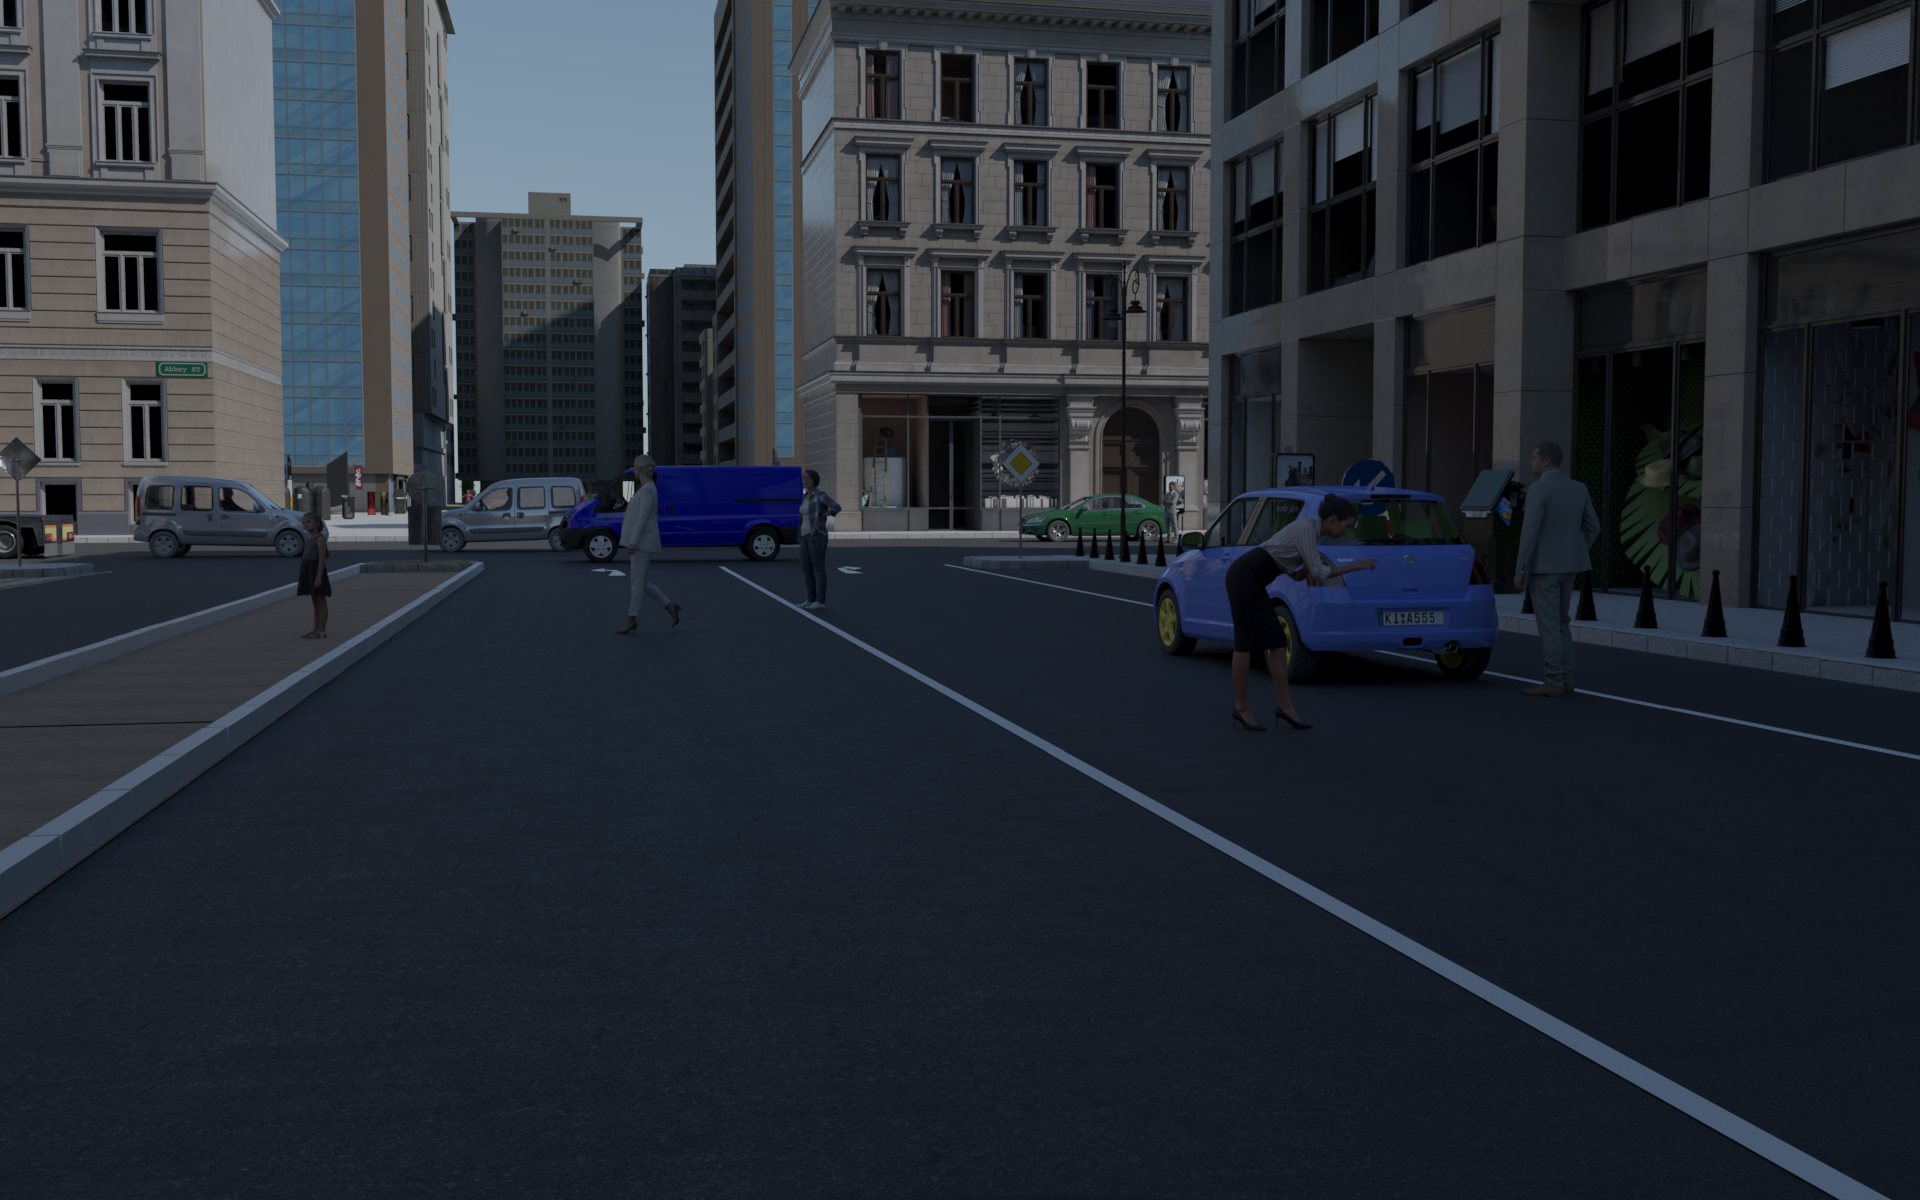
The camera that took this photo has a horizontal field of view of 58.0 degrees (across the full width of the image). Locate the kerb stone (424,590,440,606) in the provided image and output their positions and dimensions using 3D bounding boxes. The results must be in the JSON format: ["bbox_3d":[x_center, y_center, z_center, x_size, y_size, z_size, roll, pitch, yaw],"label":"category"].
[{"bbox_3d":[-6.773,0.007,22.075,0.120,0.150,1.000,-1,4,-12],"label":"kerb stone"}]

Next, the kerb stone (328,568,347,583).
[{"bbox_3d":[-10.336,-0.397,28.723,0.120,0.150,1.000,-1,4,-12],"label":"kerb stone"}]

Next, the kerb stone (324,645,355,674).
[{"bbox_3d":[-5.060,0.503,14.040,0.120,0.150,1.000,-1,4,-12],"label":"kerb stone"}]

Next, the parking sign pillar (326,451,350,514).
[{"bbox_3d":[-39.294,-7.399,109.442,1.447,3.967,1.447,0,4,-2],"label":"parking sign pillar"}]

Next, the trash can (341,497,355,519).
[{"bbox_3d":[-31.045,-4.664,87.902,0.748,1.137,0.748,0,3,0],"label":"trash can"}]

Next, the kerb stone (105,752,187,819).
[{"bbox_3d":[-3.771,0.867,8.022,0.120,0.150,1.000,-1,4,-12],"label":"kerb stone"}]

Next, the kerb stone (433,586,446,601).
[{"bbox_3d":[-6.986,-0.046,23.077,0.120,0.150,1.000,-1,4,-12],"label":"kerb stone"}]

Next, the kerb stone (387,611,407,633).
[{"bbox_3d":[-5.910,0.254,18.061,0.120,0.150,1.000,-1,4,-12],"label":"kerb stone"}]

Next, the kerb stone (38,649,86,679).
[{"bbox_3d":[-7.125,0.526,13.669,0.120,0.150,1.000,-1,4,-12],"label":"kerb stone"}]

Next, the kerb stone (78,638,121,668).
[{"bbox_3d":[-7.327,0.462,14.673,0.120,0.150,1.000,-1,4,-12],"label":"kerb stone"}]

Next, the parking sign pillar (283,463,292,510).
[{"bbox_3d":[-43.669,-7.523,111.469,1.447,3.967,1.447,1,4,23],"label":"parking sign pillar"}]

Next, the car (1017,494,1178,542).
[{"bbox_3d":[4.175,-2.500,52.669,4.920,1.459,2.131,-1,4,-11],"label":"car"}]

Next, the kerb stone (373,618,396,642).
[{"bbox_3d":[-5.698,0.314,17.057,0.120,0.150,1.000,-1,4,-12],"label":"kerb stone"}]

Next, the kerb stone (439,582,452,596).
[{"bbox_3d":[-7.202,-0.115,24.079,0.120,0.150,1.000,-1,4,-12],"label":"kerb stone"}]

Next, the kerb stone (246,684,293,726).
[{"bbox_3d":[-4.411,0.683,11.031,0.120,0.150,1.000,-1,4,-12],"label":"kerb stone"}]

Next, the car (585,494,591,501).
[{"bbox_3d":[-35.917,-9.517,165.828,2.015,1.641,3.980,-1,4,-11],"label":"car"}]

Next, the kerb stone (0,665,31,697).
[{"bbox_3d":[-6.899,0.587,12.669,0.120,0.150,1.000,-1,4,-12],"label":"kerb stone"}]

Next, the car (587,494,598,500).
[{"bbox_3d":[-31.186,-8.609,149.553,1.959,1.807,4.718,-1,4,-13],"label":"car"}]

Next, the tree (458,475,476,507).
[{"bbox_3d":[-49.358,-10.975,174.044,1.663,3.219,1.824,0,3,0],"label":"tree"}]

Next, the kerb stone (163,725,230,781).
[{"bbox_3d":[-3.987,0.806,9.023,0.120,0.150,1.000,-1,4,-12],"label":"kerb stone"}]

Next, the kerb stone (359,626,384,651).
[{"bbox_3d":[-5.479,0.380,16.046,0.120,0.150,1.000,-1,4,-12],"label":"kerb stone"}]

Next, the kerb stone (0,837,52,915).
[{"bbox_3d":[-3.335,0.990,6.006,0.120,0.150,1.000,-1,4,-12],"label":"kerb stone"}]

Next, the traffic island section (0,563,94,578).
[{"bbox_3d":[-16.666,-0.513,30.664,2.009,0.180,2.903,-1,4,-12],"label":"traffic island section"}]

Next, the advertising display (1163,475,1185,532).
[{"bbox_3d":[7.293,-3.290,59.006,0.974,1.923,0.123,-3,5,-41],"label":"advertising display"}]

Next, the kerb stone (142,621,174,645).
[{"bbox_3d":[-7.774,0.338,16.673,0.120,0.150,1.000,-1,4,-12],"label":"kerb stone"}]

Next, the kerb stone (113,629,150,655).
[{"bbox_3d":[-7.549,0.399,15.673,0.120,0.150,1.000,-1,4,-12],"label":"kerb stone"}]

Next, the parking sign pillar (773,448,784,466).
[{"bbox_3d":[-10.778,-7.004,102.983,1.447,3.967,1.447,0,4,8],"label":"parking sign pillar"}]

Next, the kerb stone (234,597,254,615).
[{"bbox_3d":[-8.620,0.096,20.691,0.120,0.150,1.000,-1,4,-12],"label":"kerb stone"}]

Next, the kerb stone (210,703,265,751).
[{"bbox_3d":[-4.195,0.744,10.027,0.120,0.150,1.000,-1,4,-12],"label":"kerb stone"}]

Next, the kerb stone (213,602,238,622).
[{"bbox_3d":[-8.403,0.153,19.689,0.120,0.150,1.000,-1,4,-12],"label":"kerb stone"}]

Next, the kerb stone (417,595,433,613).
[{"bbox_3d":[-6.550,0.069,21.074,0.120,0.150,1.000,-1,4,-12],"label":"kerb stone"}]

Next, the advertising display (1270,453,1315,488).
[{"bbox_3d":[5.228,-1.348,27.258,0.974,1.923,0.123,-3,5,-40],"label":"advertising display"}]

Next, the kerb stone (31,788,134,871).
[{"bbox_3d":[-3.549,0.929,7.011,0.120,0.150,1.000,-1,4,-12],"label":"kerb stone"}]

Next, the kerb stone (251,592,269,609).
[{"bbox_3d":[-8.837,0.038,21.692,0.120,0.150,1.000,-1,4,-12],"label":"kerb stone"}]

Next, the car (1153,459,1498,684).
[{"bbox_3d":[2.906,-0.302,14.526,1.945,1.707,3.694,-1,4,-14],"label":"car"}]

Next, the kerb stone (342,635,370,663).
[{"bbox_3d":[-5.270,0.440,15.043,0.120,0.150,1.000,-1,4,-12],"label":"kerb stone"}]

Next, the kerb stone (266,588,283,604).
[{"bbox_3d":[-9.059,-0.027,22.693,0.120,0.150,1.000,-1,4,-12],"label":"kerb stone"}]

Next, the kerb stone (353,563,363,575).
[{"bbox_3d":[-10.772,-0.522,30.730,0.120,0.150,1.000,-1,4,-12],"label":"kerb stone"}]

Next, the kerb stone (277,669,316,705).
[{"bbox_3d":[-4.631,0.623,12.032,0.120,0.150,1.000,-1,4,-12],"label":"kerb stone"}]

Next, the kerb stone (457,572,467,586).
[{"bbox_3d":[-7.848,-0.299,27.092,0.120,0.150,1.000,-1,4,-12],"label":"kerb stone"}]

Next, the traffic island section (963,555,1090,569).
[{"bbox_3d":[1.223,-0.746,34.473,2.009,0.180,2.903,-1,4,-12],"label":"traffic island section"}]

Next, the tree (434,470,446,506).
[{"bbox_3d":[-41.669,-8.753,137.706,1.663,3.219,1.824,0,3,0],"label":"tree"}]

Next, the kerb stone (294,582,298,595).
[{"bbox_3d":[-9.486,-0.153,24.697,0.120,0.150,1.000,-1,4,-12],"label":"kerb stone"}]

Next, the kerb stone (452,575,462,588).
[{"bbox_3d":[-7.633,-0.233,26.090,0.120,0.150,1.000,-1,4,-12],"label":"kerb stone"}]

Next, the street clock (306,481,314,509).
[{"bbox_3d":[-36.819,-5.721,98.102,0.358,2.002,0.471,1,4,13],"label":"street clock"}]

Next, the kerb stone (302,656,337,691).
[{"bbox_3d":[-4.842,0.560,13.034,0.120,0.150,1.000,-1,4,-12],"label":"kerb stone"}]

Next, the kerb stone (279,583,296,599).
[{"bbox_3d":[-9.266,-0.091,23.696,0.120,0.150,1.000,-1,4,-12],"label":"kerb stone"}]

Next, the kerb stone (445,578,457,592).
[{"bbox_3d":[-7.418,-0.177,25.085,0.120,0.150,1.000,-1,4,-12],"label":"kerb stone"}]

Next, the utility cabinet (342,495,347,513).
[{"bbox_3d":[-33.586,-5.101,94.566,0.306,1.237,1.020,-1,4,-19],"label":"utility cabinet"}]

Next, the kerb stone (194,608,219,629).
[{"bbox_3d":[-8.190,0.217,18.687,0.120,0.150,1.000,-1,4,-12],"label":"kerb stone"}]

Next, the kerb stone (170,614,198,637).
[{"bbox_3d":[-7.976,0.278,17.679,0.120,0.150,1.000,-1,4,-12],"label":"kerb stone"}]

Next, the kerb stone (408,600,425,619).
[{"bbox_3d":[-6.338,0.130,20.067,0.120,0.150,1.000,-1,4,-12],"label":"kerb stone"}]

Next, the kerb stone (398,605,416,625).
[{"bbox_3d":[-6.127,0.192,19.064,0.120,0.150,1.000,-1,4,-12],"label":"kerb stone"}]

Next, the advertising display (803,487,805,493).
[{"bbox_3d":[-9.213,-5.777,99.673,0.123,1.923,0.974,2,4,31],"label":"advertising display"}]

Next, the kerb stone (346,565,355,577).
[{"bbox_3d":[-10.560,-0.456,29.723,0.120,0.150,1.000,-1,4,-12],"label":"kerb stone"}]
